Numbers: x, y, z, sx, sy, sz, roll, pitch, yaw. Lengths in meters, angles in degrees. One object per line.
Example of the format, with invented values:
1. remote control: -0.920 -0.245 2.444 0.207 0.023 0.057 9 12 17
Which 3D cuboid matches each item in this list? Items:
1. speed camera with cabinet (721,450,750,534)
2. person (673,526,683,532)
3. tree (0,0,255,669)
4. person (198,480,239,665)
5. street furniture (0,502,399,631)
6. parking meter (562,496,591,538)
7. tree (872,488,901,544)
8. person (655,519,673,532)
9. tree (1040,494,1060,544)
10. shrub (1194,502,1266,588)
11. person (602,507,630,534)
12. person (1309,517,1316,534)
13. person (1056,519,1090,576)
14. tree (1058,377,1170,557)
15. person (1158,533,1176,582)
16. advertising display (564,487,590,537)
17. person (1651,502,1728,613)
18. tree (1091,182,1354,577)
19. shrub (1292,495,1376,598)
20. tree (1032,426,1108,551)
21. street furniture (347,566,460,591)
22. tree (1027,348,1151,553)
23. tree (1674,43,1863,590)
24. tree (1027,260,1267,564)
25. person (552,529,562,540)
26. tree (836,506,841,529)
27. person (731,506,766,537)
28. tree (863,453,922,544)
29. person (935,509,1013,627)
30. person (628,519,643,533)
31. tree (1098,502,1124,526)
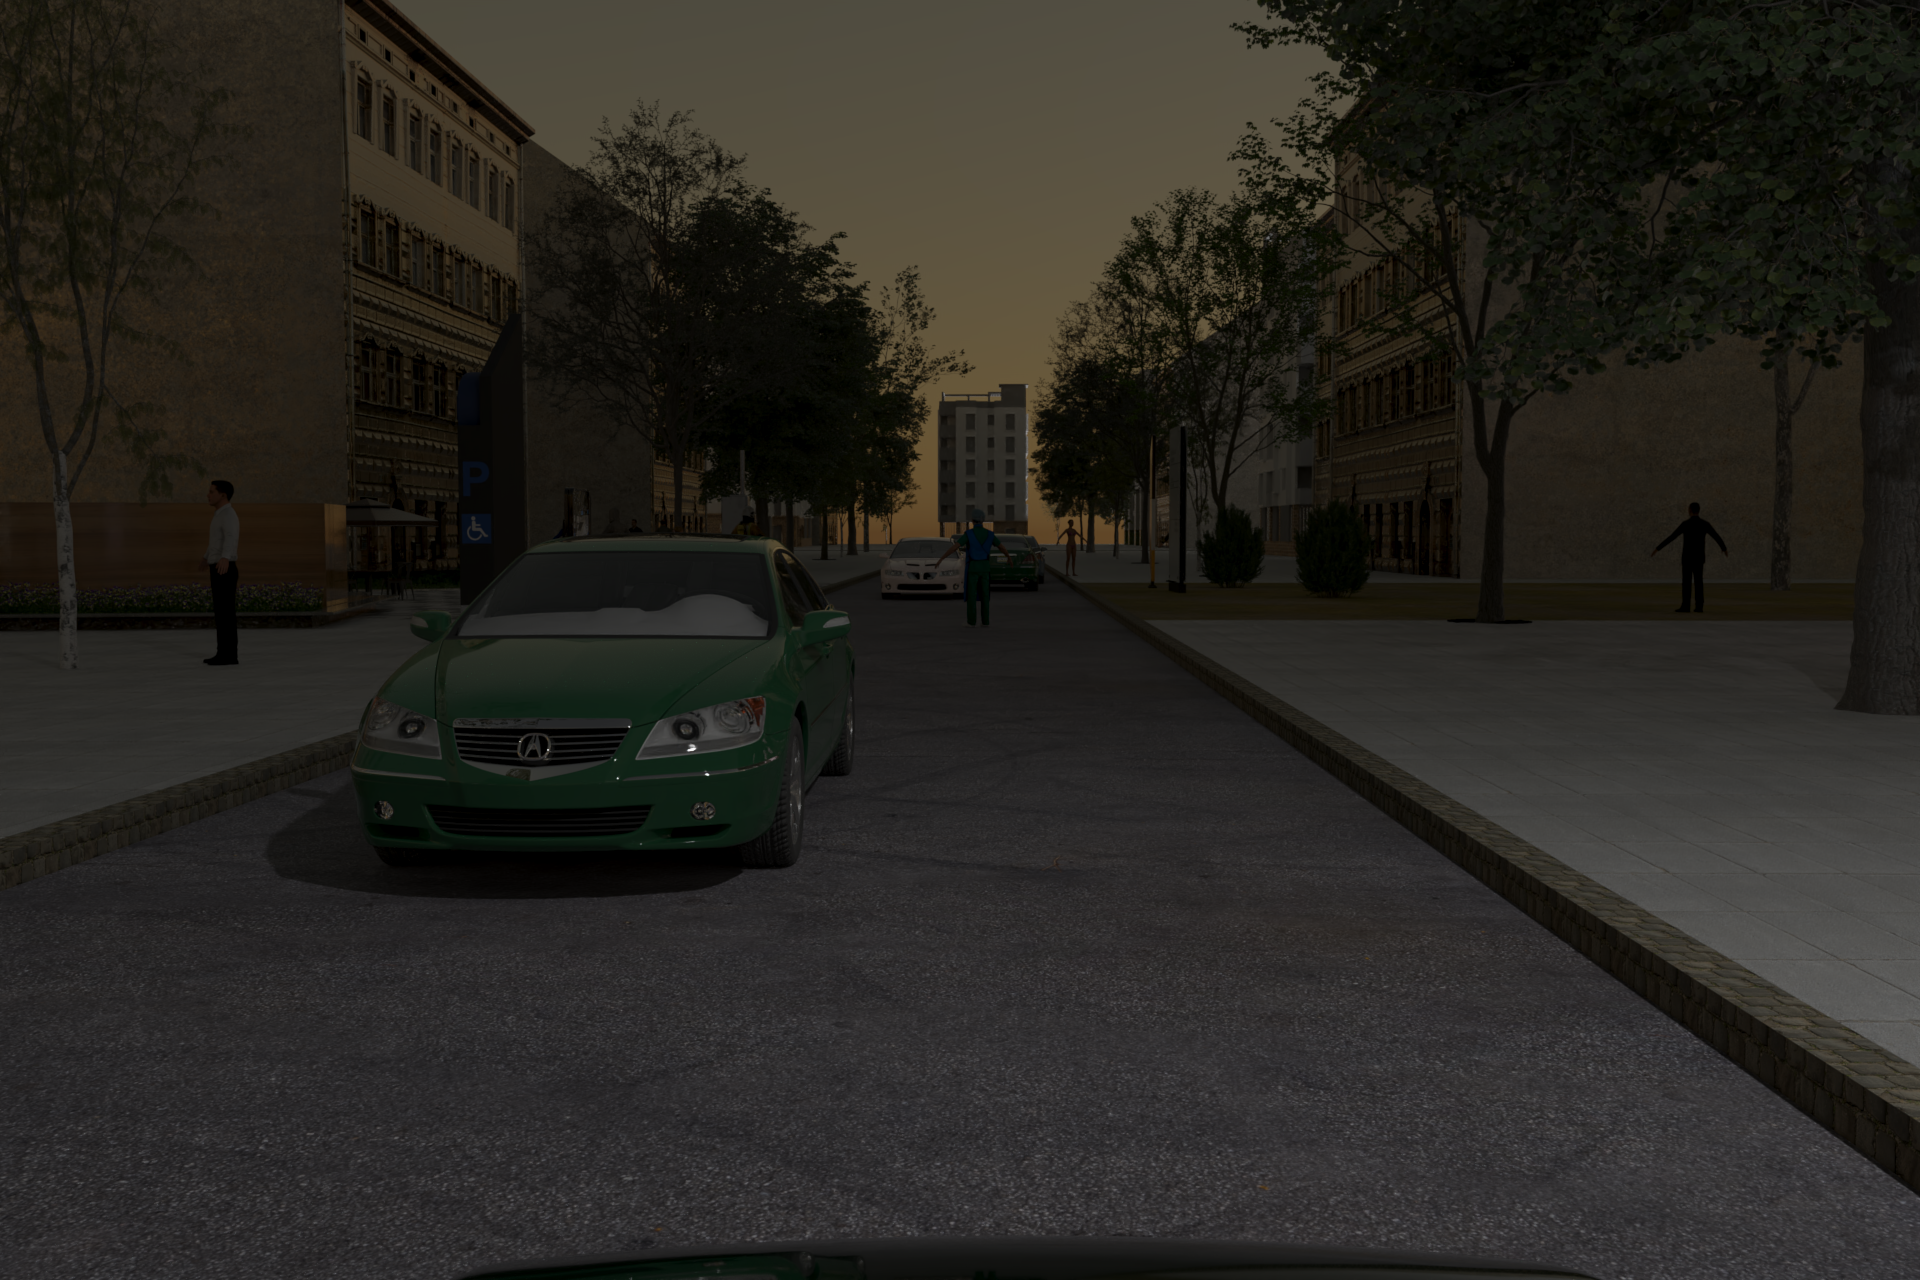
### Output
1. speed camera with cabinet: -5.319 -2.893 41.630 0.660 3.252 2.038 0 4 0
2. person: -5.256 -1.437 32.759 0.599 1.433 0.991 -3 5 -40
3. tree: -8.450 -4.042 16.454 4.360 8.622 3.978 0 3 0
4. person: -7.284 -0.666 17.052 0.704 1.810 1.344 -2 4 -31
5. street furniture: -13.309 -1.138 25.456 9.812 1.723 11.010 -1 4 -11
6. parking meter: -5.864 -1.274 26.534 0.399 1.863 0.255 0 4 3
7. tree: -9.805 -16.752 224.256 4.737 8.622 4.395 0 3 0
8. person: -10.344 -3.317 60.509 1.348 1.796 0.705 -1 4 -8
9. tree: 12.632 -16.413 218.712 4.360 8.622 3.978 0 3 0
10. shrub: 6.460 -2.281 41.332 1.661 2.075 1.752 0 3 0
11. person: -6.932 -1.748 34.702 0.705 1.813 1.348 2 4 31
12. person: 11.064 -2.936 53.866 0.705 1.847 1.347 3 5 41
13. person: 3.434 -2.818 52.870 1.217 1.733 0.721 -2 4 -31
14. tree: 9.146 -10.017 98.194 7.601 10.594 8.767 -1 4 -23
15. person: 5.746 -2.478 46.456 0.705 1.837 1.347 3 4 37
16. advertising display: -5.376 -1.172 24.375 0.123 1.923 0.974 0 4 2
17. person: 11.991 -1.354 28.366 1.346 1.802 0.704 -1 4 -8
18. tree: 7.735 -7.690 51.480 9.928 11.665 9.643 0 3 0
19. shrub: 7.538 -1.890 34.950 1.661 2.075 1.752 0 3 0
20. tree: 8.949 -12.035 131.179 7.601 10.594 8.767 -1 4 -22
21. street furniture: -13.058 -1.548 40.940 10.072 0.657 5.734 -2 4 -25
22. tree: 8.898 -12.956 118.492 9.857 13.997 8.962 0 3 0
23. tree: 17.669 -11.129 37.844 12.611 20.169 13.585 0 3 0
24. tree: 8.013 -10.061 74.875 12.009 13.543 11.850 0 3 0
25. person: -10.591 -2.517 47.117 1.349 1.833 0.705 -3 5 -40
26. tree: -16.322 -16.753 224.277 4.737 8.622 4.395 0 3 0
27. person: -4.296 -1.810 35.366 1.354 1.858 0.705 2 4 34
28. tree: -8.826 -17.781 216.473 9.928 11.665 9.643 0 3 0
29. person: 0.257 -1.107 26.689 1.347 1.817 0.704 -2 4 -27
30. person: -11.601 -3.394 61.628 1.346 1.812 0.704 1 4 17
31. tree: 21.208 -18.923 216.042 9.857 13.997 8.962 0 3 0
